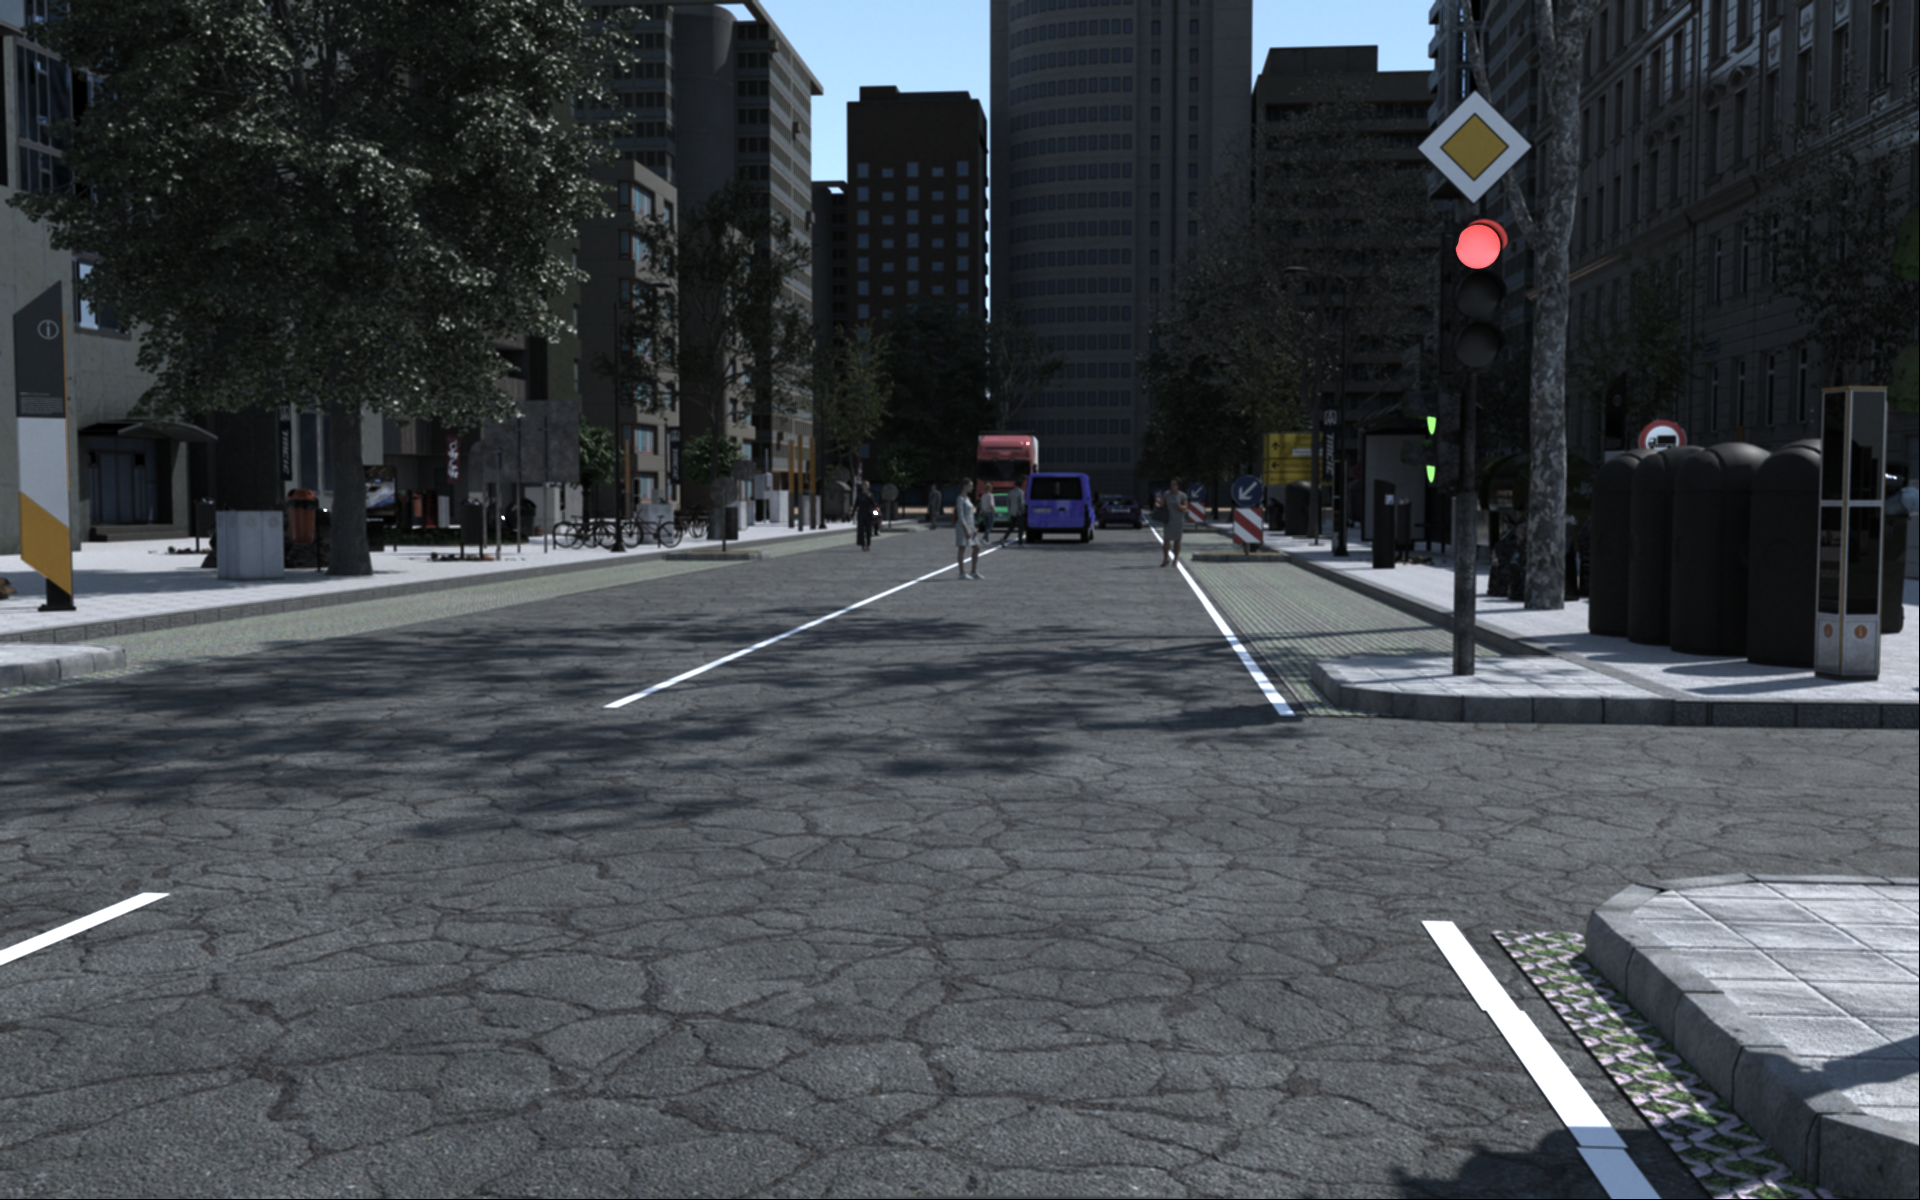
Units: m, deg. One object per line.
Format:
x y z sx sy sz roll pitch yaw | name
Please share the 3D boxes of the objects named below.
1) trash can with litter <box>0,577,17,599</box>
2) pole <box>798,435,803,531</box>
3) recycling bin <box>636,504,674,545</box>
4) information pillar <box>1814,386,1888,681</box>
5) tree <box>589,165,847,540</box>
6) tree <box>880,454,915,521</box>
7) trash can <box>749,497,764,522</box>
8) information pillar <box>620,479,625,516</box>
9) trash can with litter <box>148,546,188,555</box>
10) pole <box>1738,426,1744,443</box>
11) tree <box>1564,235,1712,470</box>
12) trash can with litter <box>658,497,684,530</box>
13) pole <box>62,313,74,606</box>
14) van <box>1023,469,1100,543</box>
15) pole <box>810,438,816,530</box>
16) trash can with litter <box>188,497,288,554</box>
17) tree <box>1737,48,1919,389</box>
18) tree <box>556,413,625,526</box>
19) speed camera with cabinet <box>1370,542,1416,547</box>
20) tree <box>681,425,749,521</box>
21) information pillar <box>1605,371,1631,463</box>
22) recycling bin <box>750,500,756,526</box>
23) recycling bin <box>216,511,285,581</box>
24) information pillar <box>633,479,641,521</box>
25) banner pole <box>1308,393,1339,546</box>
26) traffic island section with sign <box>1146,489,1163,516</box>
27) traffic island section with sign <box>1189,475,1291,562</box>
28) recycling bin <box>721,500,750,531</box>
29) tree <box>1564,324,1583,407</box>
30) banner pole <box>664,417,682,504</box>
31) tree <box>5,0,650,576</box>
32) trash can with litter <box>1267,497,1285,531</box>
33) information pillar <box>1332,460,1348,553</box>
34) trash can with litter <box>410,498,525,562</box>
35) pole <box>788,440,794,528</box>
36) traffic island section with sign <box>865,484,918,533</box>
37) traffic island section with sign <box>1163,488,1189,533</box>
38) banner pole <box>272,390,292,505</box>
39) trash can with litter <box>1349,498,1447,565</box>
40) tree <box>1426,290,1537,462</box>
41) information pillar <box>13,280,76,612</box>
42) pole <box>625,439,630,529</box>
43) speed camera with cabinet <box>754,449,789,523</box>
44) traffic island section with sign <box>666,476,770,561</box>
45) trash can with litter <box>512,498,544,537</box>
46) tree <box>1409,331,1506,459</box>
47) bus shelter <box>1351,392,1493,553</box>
-12.094 -0.597 21.150 1.055 1.170 0.624 0 4 0 | trash can with litter
-5.487 -4.018 59.532 0.158 3.312 0.155 0 3 0 | pole
-7.809 -1.944 44.341 0.722 1.027 0.722 -3 5 -39 | recycling bin
6.159 -0.458 11.977 0.304 2.012 0.304 0 4 -7 | information pillar
-6.667 -6.979 48.511 7.601 10.594 8.767 -2 4 -26 | tree
-3.192 -5.450 83.706 1.663 3.219 1.824 0 3 0 | tree
-9.424 -4.214 80.548 0.748 1.137 0.748 0 3 0 | trash can
-16.952 -5.050 87.066 0.304 2.012 0.304 2 4 35 | information pillar
-16.508 -1.613 37.430 2.233 1.210 1.678 1 4 23 | trash can with litter
23.250 -3.535 51.641 0.158 3.312 0.155 0 3 0 | pole
19.644 -6.094 49.995 4.737 8.622 4.395 0 3 0 | tree
-10.382 -3.112 62.264 1.055 1.170 0.624 0 4 -3 | trash can with litter
-10.188 -1.573 19.566 0.158 3.312 0.155 0 3 0 | pole
3.051 -2.936 52.384 2.240 2.365 5.245 0 4 6 | van
-5.324 -4.206 62.609 0.158 3.312 0.155 0 3 0 | pole
-13.579 -1.398 33.914 1.678 1.210 2.233 3 5 42 | trash can with litter
15.389 -4.843 29.538 4.360 8.622 3.978 0 3 0 | tree
-15.276 -5.293 70.252 4.285 4.588 4.351 0 3 0 | tree
11.069 -2.924 42.151 2.038 3.252 0.660 0 4 -8 | speed camera with cabinet
-11.837 -6.074 83.017 4.285 4.588 4.351 0 3 0 | tree
12.564 -2.560 33.219 0.183 3.616 0.504 -1 4 -19 | information pillar
-8.701 -3.534 70.341 0.722 1.027 0.722 0 4 1 | recycling bin
-10.645 -0.821 25.980 0.722 1.027 0.722 3 5 40 | recycling bin
-15.395 -4.775 82.567 0.304 2.012 0.304 0 4 2 | information pillar
9.063 -3.242 43.030 0.401 3.779 0.863 -3 5 -40 | banner pole
13.410 -6.428 113.729 1.989 1.847 2.006 0 4 5 | traffic island section with sign
5.997 -1.741 37.086 1.989 1.847 2.006 0 4 5 | traffic island section with sign
-7.941 -2.956 60.887 0.722 1.027 0.722 1 4 10 | recycling bin
20.809 -6.949 63.980 4.360 8.622 3.978 0 3 0 | tree
-9.400 -4.066 56.503 0.863 3.779 0.401 2 4 31 | banner pole
-9.681 -7.357 26.942 9.857 13.997 8.962 0 3 0 | tree
11.127 -2.955 59.706 1.055 1.170 0.624 2 4 25 | trash can with litter
8.288 -2.036 37.789 0.304 2.012 0.304 1 4 18 | information pillar
-9.689 -1.379 33.606 2.233 1.210 1.678 2 4 30 | trash can with litter
-6.378 -4.379 65.433 0.158 3.312 0.155 0 3 0 | pole
-2.630 -3.444 64.932 1.989 1.847 2.006 0 4 5 | traffic island section with sign
8.615 -3.391 64.071 1.989 1.847 2.006 0 4 5 | traffic island section with sign
-15.931 -3.101 40.715 0.863 3.779 0.401 3 4 37 | banner pole
8.252 -1.296 32.242 1.678 1.210 2.233 0 4 1 | trash can with litter
17.866 -6.637 58.878 4.360 8.622 3.978 0 3 0 | tree
-9.984 -1.683 18.869 0.504 3.616 0.183 -3 5 -41 | information pillar
-12.306 -4.298 64.117 0.158 3.312 0.155 0 3 0 | pole
-8.245 -5.016 76.353 0.660 3.252 2.038 2 4 32 | speed camera with cabinet
-5.237 -1.793 37.942 1.989 1.847 2.006 0 4 5 | traffic island section with sign
-12.980 -2.494 52.157 0.624 1.170 1.055 1 4 15 | trash can with litter
21.406 -7.645 75.354 4.737 8.622 4.395 0 3 0 | tree
9.663 -2.617 36.707 2.014 3.302 5.546 0 4 5 | bus shelter
